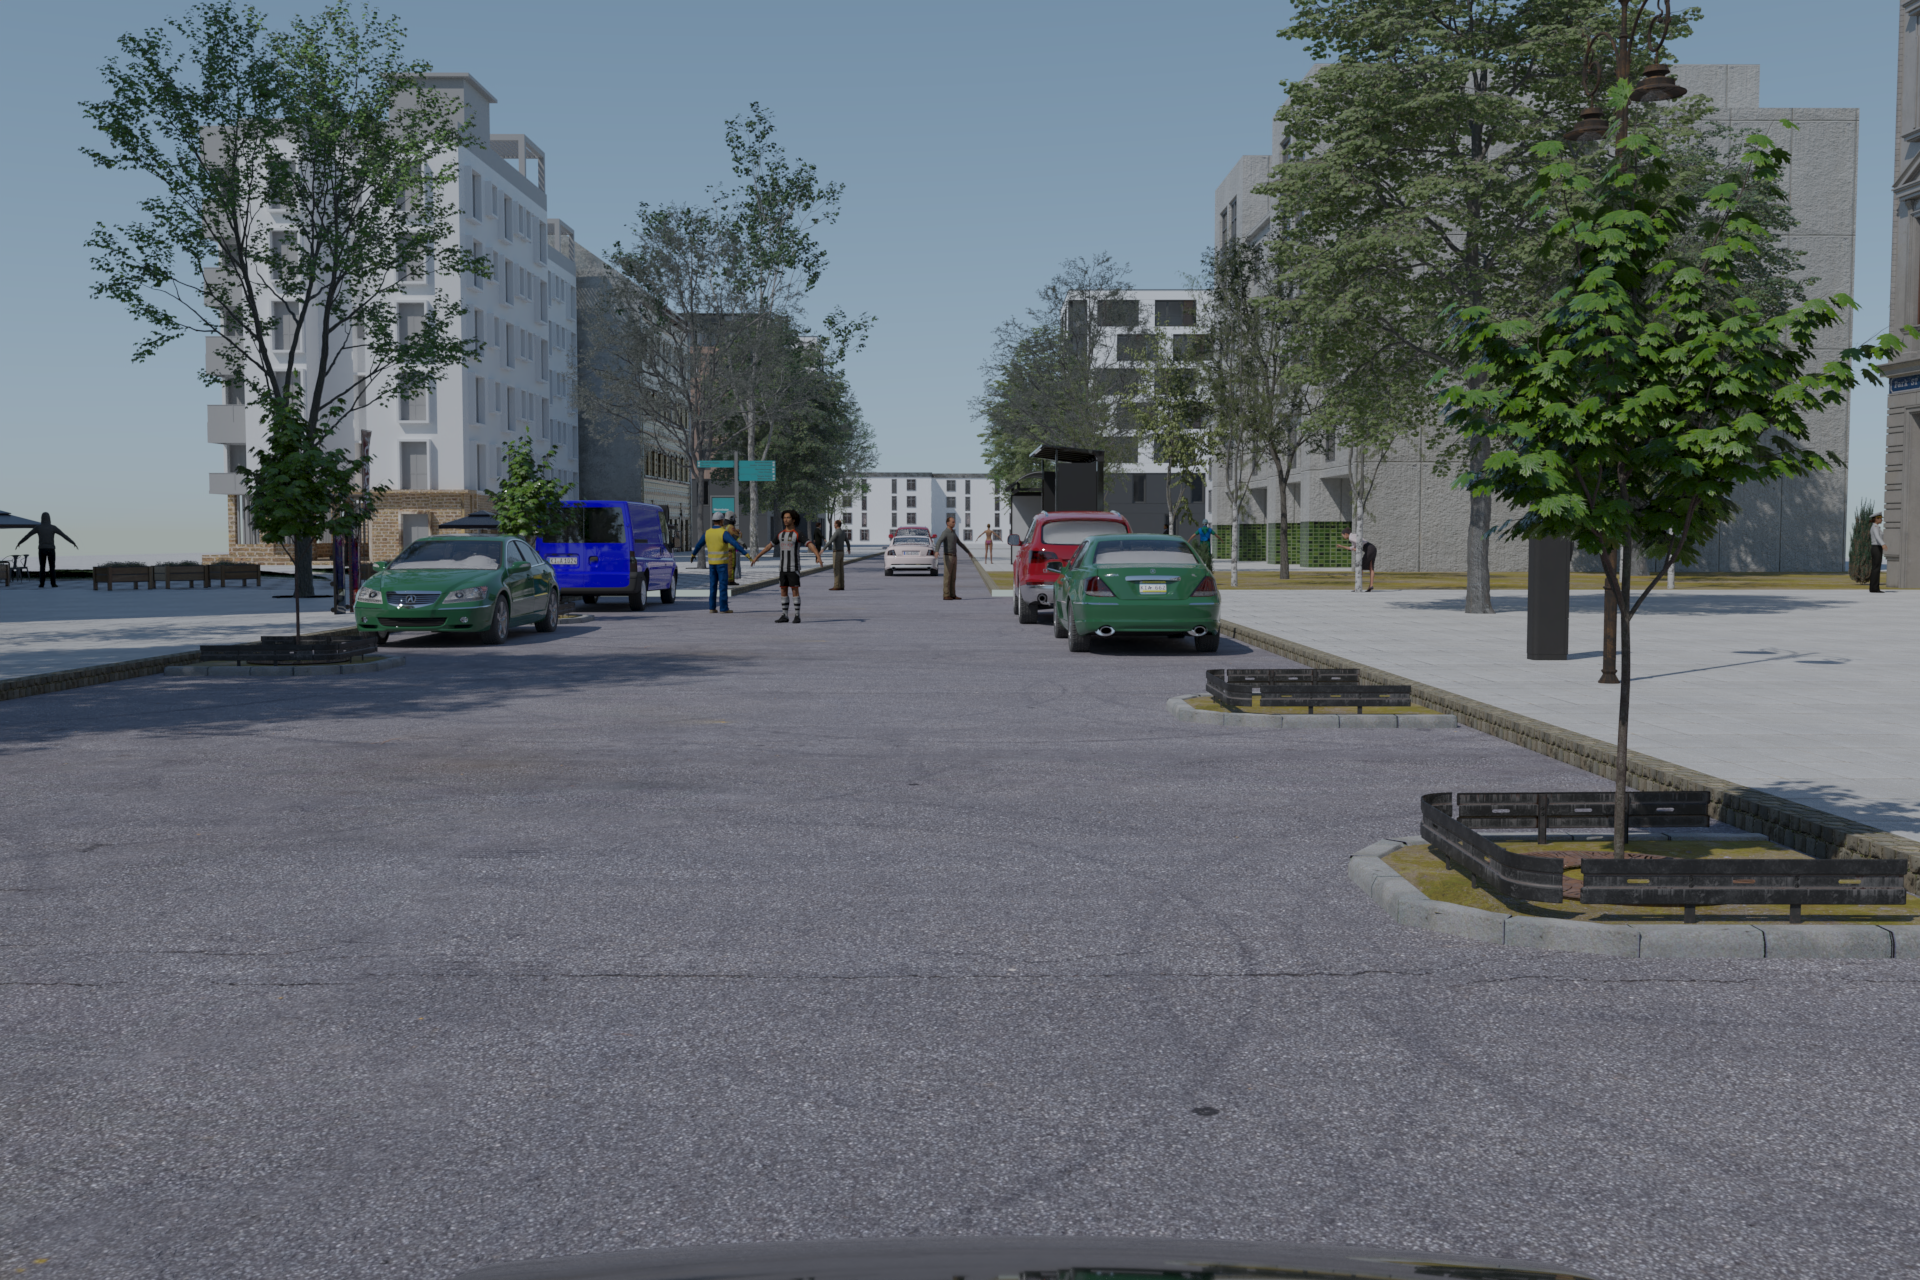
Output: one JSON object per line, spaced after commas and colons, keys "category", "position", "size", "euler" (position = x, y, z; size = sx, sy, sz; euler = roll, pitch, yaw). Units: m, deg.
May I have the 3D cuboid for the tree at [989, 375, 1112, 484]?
{"category": "tree", "position": [5.621, -11.060, 106.581], "size": [9.928, 11.665, 9.643], "euler": [0, 3, 0]}

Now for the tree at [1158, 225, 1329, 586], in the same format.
{"category": "tree", "position": [6.498, -5.621, 42.258], "size": [4.360, 8.622, 3.978], "euler": [0, 3, 0]}

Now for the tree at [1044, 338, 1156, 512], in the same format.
{"category": "tree", "position": [4.919, -7.066, 65.894], "size": [4.360, 8.622, 3.978], "euler": [0, 3, 0]}

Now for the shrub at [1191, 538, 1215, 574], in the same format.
{"category": "shrub", "position": [5.972, -1.998, 43.781], "size": [1.383, 1.207, 1.383], "euler": [0, 3, 0]}

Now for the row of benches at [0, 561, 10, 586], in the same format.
{"category": "row of benches", "position": [-25.336, -1.625, 42.027], "size": [4.104, 0.672, 1.422], "euler": [0, 4, -3]}

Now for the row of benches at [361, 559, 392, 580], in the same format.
{"category": "row of benches", "position": [-13.220, -1.701, 43.269], "size": [1.422, 0.672, 4.104], "euler": [3, 4, 36]}

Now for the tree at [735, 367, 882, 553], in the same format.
{"category": "tree", "position": [-10.288, -12.634, 116.934], "size": [12.009, 13.543, 11.850], "euler": [0, 3, 0]}

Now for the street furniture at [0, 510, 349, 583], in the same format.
{"category": "street furniture", "position": [-30.862, -2.814, 51.039], "size": [27.439, 1.986, 14.083], "euler": [0, 4, -8]}

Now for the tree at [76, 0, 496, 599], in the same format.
{"category": "tree", "position": [-13.210, -6.644, 34.389], "size": [9.928, 11.665, 9.643], "euler": [0, 3, 0]}

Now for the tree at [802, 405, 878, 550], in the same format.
{"category": "tree", "position": [-10.235, -12.892, 136.540], "size": [9.928, 11.665, 9.643], "euler": [0, 3, 0]}

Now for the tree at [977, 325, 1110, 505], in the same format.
{"category": "tree", "position": [4.504, -10.789, 94.521], "size": [7.486, 12.596, 7.792], "euler": [0, 3, 0]}

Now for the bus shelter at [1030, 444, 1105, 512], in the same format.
{"category": "bus shelter", "position": [2.966, -3.496, 48.444], "size": [1.731, 3.624, 6.357], "euler": [0, 4, -1]}

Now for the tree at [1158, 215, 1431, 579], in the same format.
{"category": "tree", "position": [9.441, -7.033, 49.405], "size": [8.767, 10.594, 7.601], "euler": [2, 4, 27]}

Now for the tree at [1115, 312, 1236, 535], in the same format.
{"category": "tree", "position": [7.368, -6.599, 58.264], "size": [4.737, 8.622, 4.395], "euler": [0, 3, 0]}

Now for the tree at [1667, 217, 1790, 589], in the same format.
{"category": "tree", "position": [16.662, -5.523, 40.668], "size": [4.360, 8.622, 3.978], "euler": [0, 3, 0]}

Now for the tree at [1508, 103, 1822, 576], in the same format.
{"category": "tree", "position": [20.857, -8.954, 53.056], "size": [9.857, 13.997, 8.962], "euler": [0, 3, 0]}

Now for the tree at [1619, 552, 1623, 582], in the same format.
{"category": "tree", "position": [17.675, -5.821, 45.539], "size": [4.737, 8.622, 4.395], "euler": [0, 3, 0]}

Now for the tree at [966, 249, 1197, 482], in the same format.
{"category": "tree", "position": [5.361, -10.076, 75.105], "size": [12.009, 13.543, 11.850], "euler": [0, 3, 0]}

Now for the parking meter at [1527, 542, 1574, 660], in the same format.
{"category": "parking meter", "position": [6.016, -0.730, 17.646], "size": [0.399, 1.863, 0.255], "euler": [0, 4, 0]}

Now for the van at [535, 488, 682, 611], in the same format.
{"category": "van", "position": [-6.817, -1.807, 33.921], "size": [2.240, 2.365, 5.245], "euler": [0, 4, 0]}

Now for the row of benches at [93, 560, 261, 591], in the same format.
{"category": "row of benches", "position": [-18.493, -1.554, 40.866], "size": [1.422, 0.672, 4.104], "euler": [2, 4, 32]}

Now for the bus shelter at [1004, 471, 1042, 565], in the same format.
{"category": "bus shelter", "position": [2.584, -3.942, 58.375], "size": [2.014, 3.302, 5.546], "euler": [0, 4, 0]}

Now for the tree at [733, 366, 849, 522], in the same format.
{"category": "tree", "position": [-10.833, -11.489, 105.979], "size": [7.486, 12.596, 7.792], "euler": [0, 3, 0]}

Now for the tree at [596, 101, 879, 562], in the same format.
{"category": "tree", "position": [-10.139, -13.622, 78.615], "size": [12.611, 20.169, 13.585], "euler": [0, 3, 0]}

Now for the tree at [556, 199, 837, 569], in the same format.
{"category": "tree", "position": [-9.603, -9.374, 63.642], "size": [12.009, 13.543, 11.850], "euler": [0, 3, 0]}

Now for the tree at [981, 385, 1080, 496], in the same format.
{"category": "tree", "position": [5.294, -11.682, 116.749], "size": [9.928, 11.665, 9.643], "euler": [0, 3, 0]}

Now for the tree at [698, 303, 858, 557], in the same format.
{"category": "tree", "position": [-9.994, -11.545, 95.421], "size": [9.857, 13.997, 8.962], "euler": [0, 3, 0]}

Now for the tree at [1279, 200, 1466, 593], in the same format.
{"category": "tree", "position": [8.521, -5.347, 37.781], "size": [4.360, 8.622, 3.978], "euler": [0, 3, 0]}

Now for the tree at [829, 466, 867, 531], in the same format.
{"category": "tree", "position": [-10.697, -11.962, 145.948], "size": [4.360, 8.622, 3.978], "euler": [0, 3, 0]}

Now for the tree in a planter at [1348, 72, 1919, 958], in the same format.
{"category": "tree in a planter", "position": [2.610, -0.583, 6.749], "size": [1.991, 3.239, 1.994], "euler": [0, 4, 1]}

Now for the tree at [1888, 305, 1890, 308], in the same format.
{"category": "tree", "position": [26.283, -5.797, 45.137], "size": [4.737, 8.622, 4.395], "euler": [0, 3, 0]}

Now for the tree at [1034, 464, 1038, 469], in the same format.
{"category": "tree", "position": [5.532, -11.483, 138.107], "size": [4.737, 8.622, 4.395], "euler": [0, 3, 0]}

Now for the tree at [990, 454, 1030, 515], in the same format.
{"category": "tree", "position": [4.754, -11.860, 144.269], "size": [4.737, 8.622, 4.395], "euler": [0, 3, 0]}

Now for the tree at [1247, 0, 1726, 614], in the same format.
{"category": "tree", "position": [8.085, -6.683, 27.402], "size": [7.486, 12.596, 7.792], "euler": [0, 3, 0]}
